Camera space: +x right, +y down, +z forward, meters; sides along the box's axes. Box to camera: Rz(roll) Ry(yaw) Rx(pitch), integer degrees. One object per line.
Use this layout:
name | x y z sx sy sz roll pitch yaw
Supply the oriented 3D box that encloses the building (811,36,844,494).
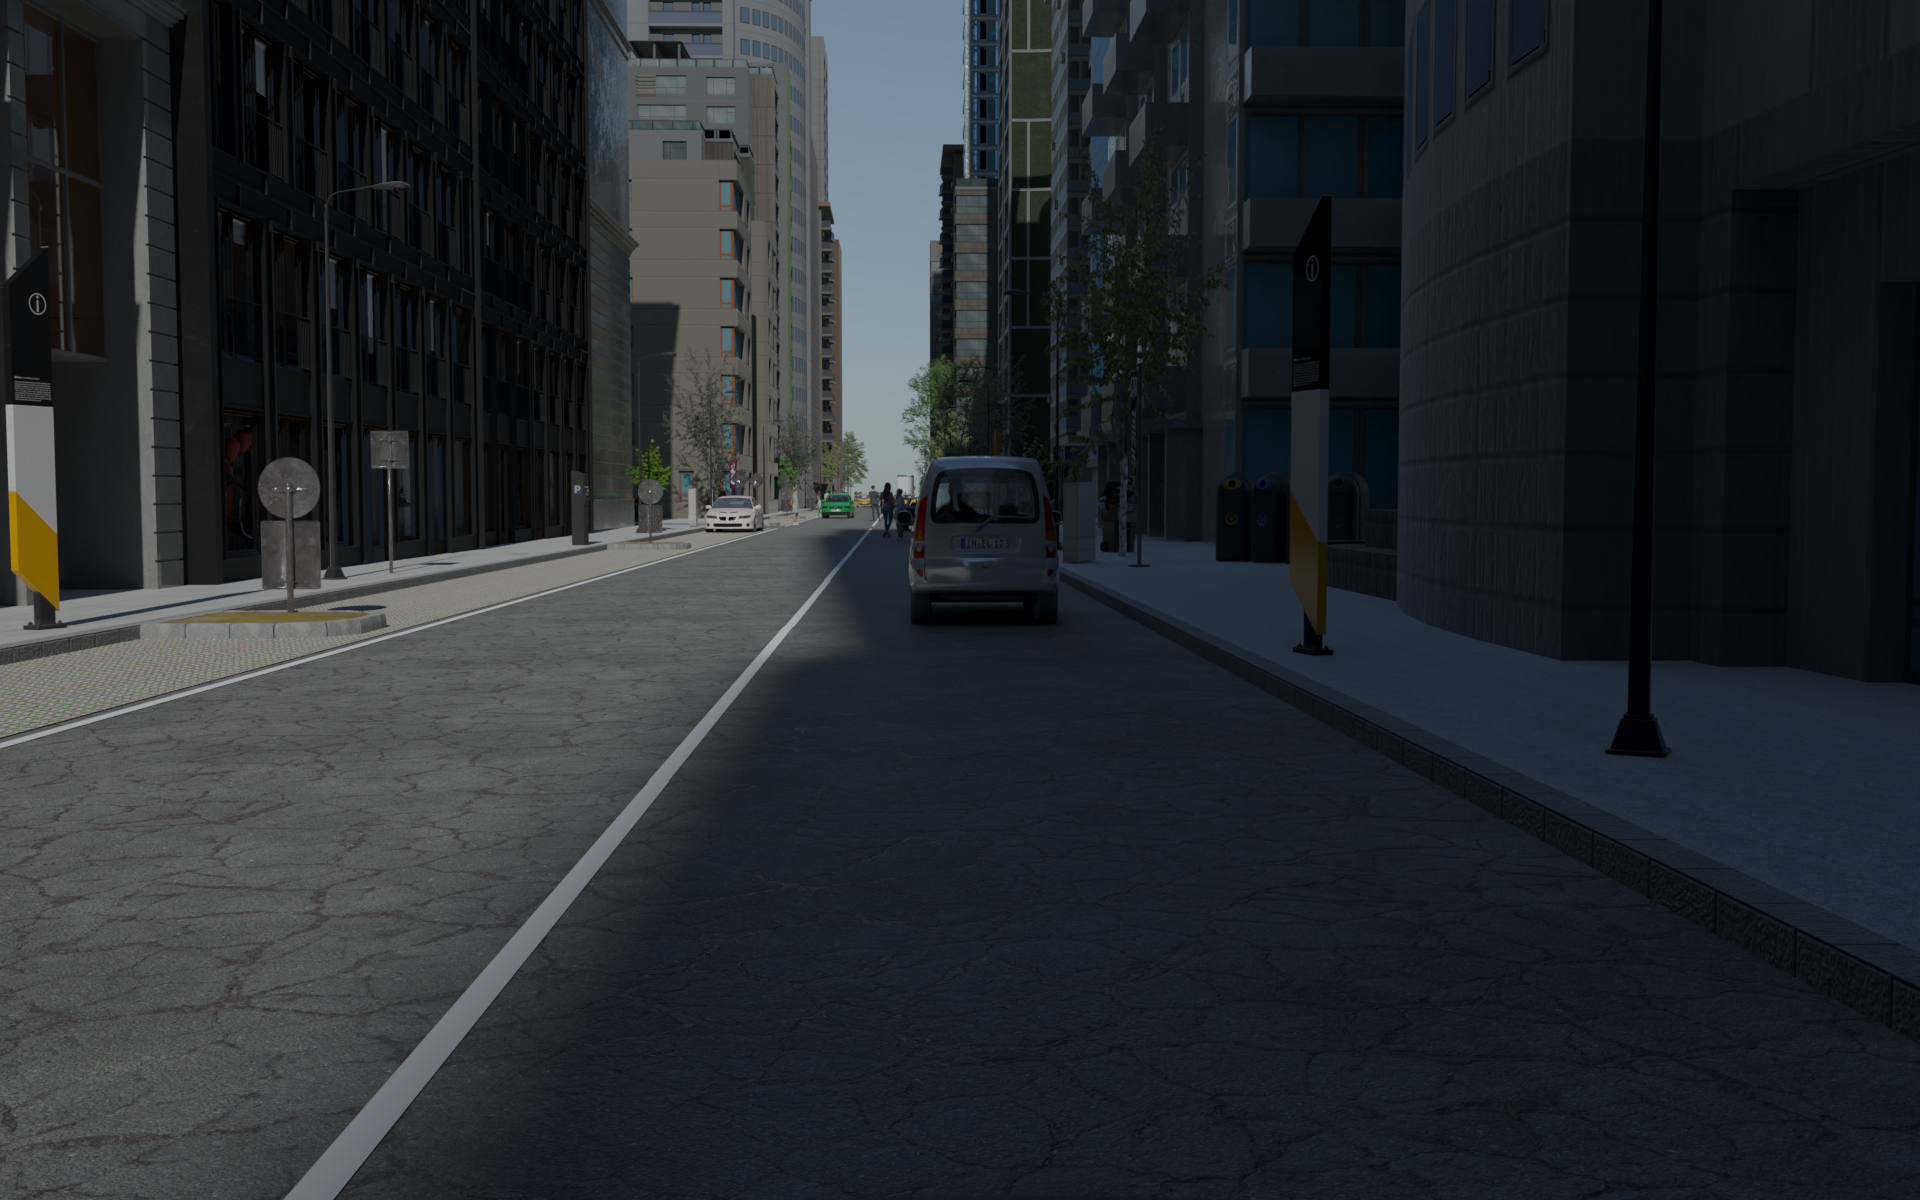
building | -29.118 -51.239 276.001 20.563 71.187 20.611 0 4 -2

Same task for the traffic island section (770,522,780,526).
traffic island section | -9.187 -3.416 78.129 2.009 0.180 2.903 0 4 -2

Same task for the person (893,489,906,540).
person | -1.861 -2.654 53.711 0.330 1.601 0.589 1 4 22

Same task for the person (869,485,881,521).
person | -4.565 -5.183 92.611 0.648 1.900 0.474 0 4 -1

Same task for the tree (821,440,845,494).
tree | -17.199 -17.003 228.357 4.737 8.622 4.395 0 3 0

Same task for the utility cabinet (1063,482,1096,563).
utility cabinet | 2.228 -1.453 32.432 0.318 1.500 1.173 1 4 21

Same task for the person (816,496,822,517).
person | -8.663 -5.771 107.112 0.590 1.304 0.306 -2 4 -27

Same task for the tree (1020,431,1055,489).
tree | 2.242 -3.580 53.129 1.663 3.219 1.824 0 3 0

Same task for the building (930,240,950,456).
building | 2.102 -36.488 280.170 14.154 41.232 14.086 0 4 -2

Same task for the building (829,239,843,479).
building | -27.152 -39.397 294.242 14.600 45.320 14.200 0 4 -2

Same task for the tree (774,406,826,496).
tree | -14.045 -12.138 148.823 4.360 8.622 3.978 0 3 0

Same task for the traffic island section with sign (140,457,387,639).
traffic island section with sign | -7.103 -0.571 17.962 1.989 1.847 2.006 0 4 -2

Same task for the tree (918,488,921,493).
tree | -6.144 -17.808 285.760 1.663 3.219 1.824 0 3 0

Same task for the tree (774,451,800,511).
tree | -13.881 -9.083 132.213 4.285 4.588 4.351 0 3 0

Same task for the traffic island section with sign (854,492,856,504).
traffic island section with sign | -13.583 -11.994 204.731 1.989 1.847 2.006 0 4 -2

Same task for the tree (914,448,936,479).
tree | -4.328 -17.710 239.921 4.360 8.622 3.978 0 3 0

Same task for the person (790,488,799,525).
person | -7.683 -4.353 80.683 0.522 1.701 0.512 -1 4 -22

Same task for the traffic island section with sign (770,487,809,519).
traffic island section with sign | -9.973 -5.614 100.412 1.989 1.847 2.006 0 4 -2

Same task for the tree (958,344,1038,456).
tree | 1.701 -8.273 85.628 4.360 8.622 3.978 0 3 0

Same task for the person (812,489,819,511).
person | -11.387 -7.766 135.430 0.822 1.834 0.622 -1 4 -13

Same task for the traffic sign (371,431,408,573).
traffic sign | -9.227 -1.585 28.037 0.606 2.300 0.079 0 4 2

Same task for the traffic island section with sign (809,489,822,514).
traffic island section with sign | -10.916 -7.276 127.583 1.989 1.847 2.006 0 4 -2

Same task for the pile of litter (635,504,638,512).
pile of litter | -15.279 -4.200 82.627 1.719 0.858 1.176 -2 4 -25

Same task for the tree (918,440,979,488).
tree | 0.068 -7.389 104.523 4.285 4.588 4.351 0 3 0

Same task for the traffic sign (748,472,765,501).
traffic sign | -9.163 -4.552 78.068 0.795 2.450 0.064 0 4 -2

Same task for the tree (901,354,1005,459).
tree | -0.652 -12.317 127.138 9.928 11.665 9.643 0 3 0

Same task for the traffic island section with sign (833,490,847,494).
traffic island section with sign | -12.641 -10.330 177.522 1.989 1.847 2.006 0 4 -2

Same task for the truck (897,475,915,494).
truck | -8.188 -16.678 261.596 2.839 4.237 11.283 0 4 -1

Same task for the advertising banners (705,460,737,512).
advertising banners | -12.215 -5.663 88.778 2.074 3.025 0.090 2 4 31

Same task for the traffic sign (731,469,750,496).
traffic sign | -8.886 -4.064 70.088 0.795 2.450 0.064 0 4 -2

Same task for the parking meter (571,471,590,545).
parking meter | -9.488 -2.299 43.293 0.399 1.863 0.255 1 4 14

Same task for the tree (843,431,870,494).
tree | -20.142 -24.102 312.196 7.486 12.596 7.792 0 3 0

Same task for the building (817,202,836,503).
building | -29.416 -36.516 251.663 22.147 44.769 28.867 0 4 -2

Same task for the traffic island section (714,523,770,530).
traffic island section | -8.909 -2.928 70.149 2.009 0.180 2.903 0 4 -2

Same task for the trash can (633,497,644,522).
trash can | -14.806 -4.142 79.368 0.748 1.137 0.748 0 3 0

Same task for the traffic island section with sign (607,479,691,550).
traffic island section with sign | -8.061 -2.230 45.096 1.989 1.847 2.006 0 4 -2

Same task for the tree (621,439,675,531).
tree | -10.647 -4.017 60.284 1.663 3.219 1.824 0 3 0

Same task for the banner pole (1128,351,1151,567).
banner pole | 3.125 -2.490 30.731 0.401 3.779 0.863 -1 4 -11

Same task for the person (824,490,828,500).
person | -9.499 -7.065 124.587 0.480 1.755 0.524 0 4 6

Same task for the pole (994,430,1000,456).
pole | 1.180 -3.761 55.341 0.158 3.312 0.155 0 3 0

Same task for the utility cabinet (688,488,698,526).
utility cabinet | -10.585 -3.668 68.644 0.318 1.500 1.173 0 4 -5

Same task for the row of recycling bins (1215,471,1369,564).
row of recycling bins | 6.116 -1.525 32.044 1.069 1.692 3.534 -3 4 -36

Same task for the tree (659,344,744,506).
tree | -12.284 -8.185 84.185 4.360 8.622 3.978 0 3 0

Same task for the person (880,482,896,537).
person | -2.376 -2.995 57.470 0.555 1.821 0.388 0 4 3

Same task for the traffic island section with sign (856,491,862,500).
traffic island section with sign | -16.468 -17.060 287.565 1.989 1.847 2.006 0 4 -2

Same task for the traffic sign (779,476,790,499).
traffic sign | -12.408 -7.494 122.632 0.768 2.556 0.104 0 4 6

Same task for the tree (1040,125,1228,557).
tree | 3.393 -5.209 35.533 4.737 8.622 4.395 0 3 0

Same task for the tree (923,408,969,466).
tree | -1.088 -11.816 143.557 4.737 8.622 4.395 0 3 0

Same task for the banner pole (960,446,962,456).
banner pole | 0.039 -6.126 90.174 0.401 3.779 0.863 0 4 -4
